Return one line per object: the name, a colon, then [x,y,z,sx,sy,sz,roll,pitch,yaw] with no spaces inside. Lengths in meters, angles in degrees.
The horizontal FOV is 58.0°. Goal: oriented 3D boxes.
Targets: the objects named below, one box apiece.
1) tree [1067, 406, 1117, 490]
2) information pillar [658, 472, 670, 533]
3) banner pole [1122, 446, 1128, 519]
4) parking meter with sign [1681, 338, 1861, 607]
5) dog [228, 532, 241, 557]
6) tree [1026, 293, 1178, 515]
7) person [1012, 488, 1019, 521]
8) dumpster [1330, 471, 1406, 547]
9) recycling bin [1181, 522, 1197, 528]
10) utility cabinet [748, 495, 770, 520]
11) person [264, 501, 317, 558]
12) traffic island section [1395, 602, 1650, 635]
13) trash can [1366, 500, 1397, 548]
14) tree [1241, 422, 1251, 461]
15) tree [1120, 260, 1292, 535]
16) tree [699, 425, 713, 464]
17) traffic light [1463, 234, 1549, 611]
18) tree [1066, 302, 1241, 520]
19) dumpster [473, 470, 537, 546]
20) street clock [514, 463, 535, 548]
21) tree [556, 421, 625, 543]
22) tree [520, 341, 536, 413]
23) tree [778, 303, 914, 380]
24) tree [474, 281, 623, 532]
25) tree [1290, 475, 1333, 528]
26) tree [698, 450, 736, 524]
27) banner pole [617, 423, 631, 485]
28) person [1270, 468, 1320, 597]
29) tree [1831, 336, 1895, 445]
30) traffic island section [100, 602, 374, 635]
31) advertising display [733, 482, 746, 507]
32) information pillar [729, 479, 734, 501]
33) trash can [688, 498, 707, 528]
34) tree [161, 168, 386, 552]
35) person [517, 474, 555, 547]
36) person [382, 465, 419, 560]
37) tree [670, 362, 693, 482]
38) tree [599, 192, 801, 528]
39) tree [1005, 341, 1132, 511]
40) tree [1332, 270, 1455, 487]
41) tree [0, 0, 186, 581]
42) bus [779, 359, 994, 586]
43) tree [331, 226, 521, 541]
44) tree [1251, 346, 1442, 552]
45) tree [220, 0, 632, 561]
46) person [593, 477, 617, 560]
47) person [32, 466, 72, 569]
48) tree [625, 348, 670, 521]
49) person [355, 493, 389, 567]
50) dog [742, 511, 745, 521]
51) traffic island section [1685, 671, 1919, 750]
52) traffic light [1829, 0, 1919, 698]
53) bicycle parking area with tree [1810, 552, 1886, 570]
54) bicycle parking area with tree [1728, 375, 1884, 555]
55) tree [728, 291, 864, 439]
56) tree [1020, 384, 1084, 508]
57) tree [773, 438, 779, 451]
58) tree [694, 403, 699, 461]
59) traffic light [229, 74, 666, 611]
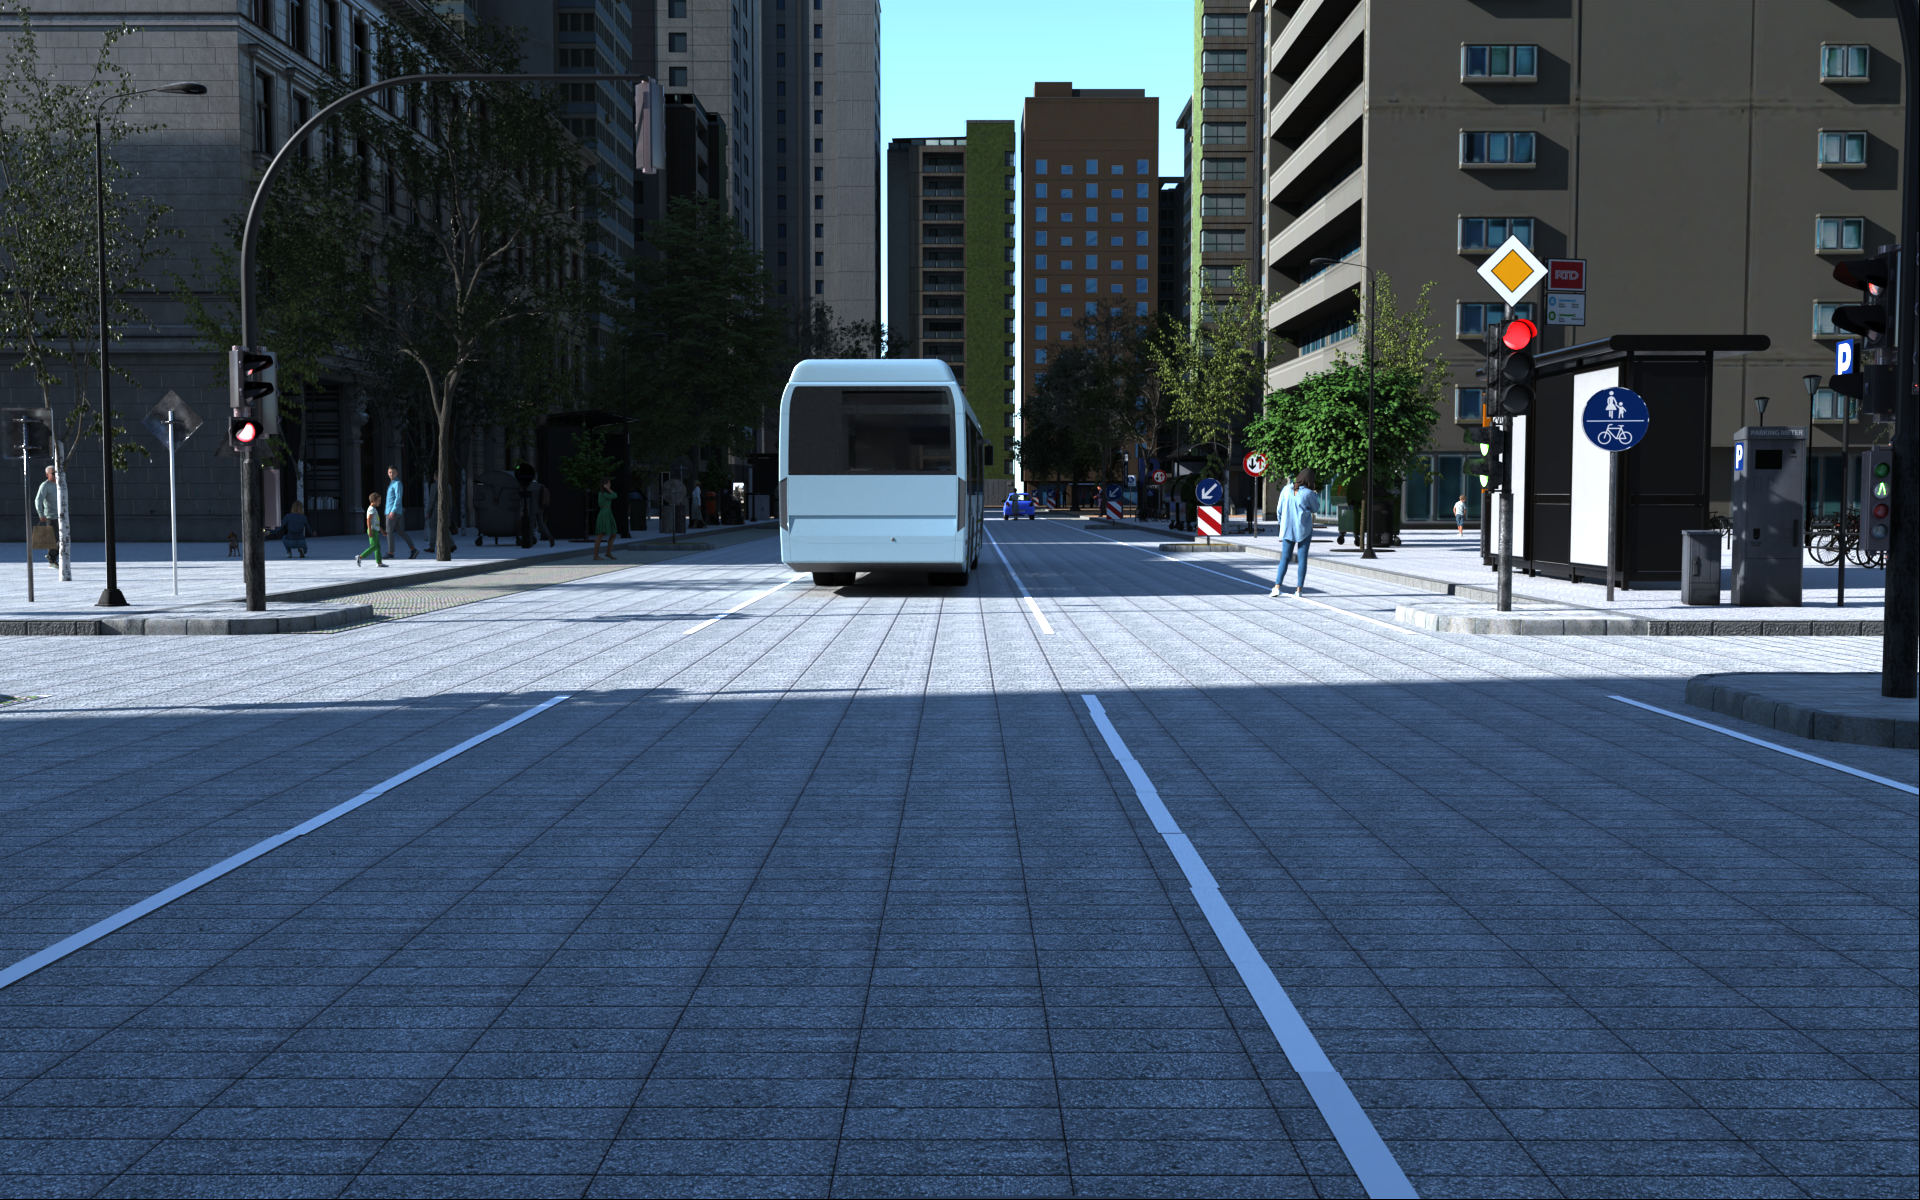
tree: [9.171,-10.027,114.310,4.737,8.622,4.395,0,3,0]
information pillar: [-9.729,-3.214,57.040,0.304,2.012,0.304,-2,4,-29]
banner pole: [8.617,-6.156,90.674,0.401,3.779,0.863,-1,4,-20]
parking meter with sign: [9.246,-1.441,19.824,1.738,3.016,0.543,1,4,9]
dog: [-14.964,-1.153,35.690,0.540,0.507,0.406,2,4,33]
tree: [8.891,-11.958,105.884,12.009,13.543,11.850,0,3,0]
person: [2.950,-5.189,93.915,0.480,1.755,0.524,-3,5,-44]
dumpster: [10.139,-2.477,43.000,1.502,2.255,1.985,0,4,0]
recycling bin: [8.932,-3.277,66.126,0.722,1.027,0.722,3,5,45]
utility cabinet: [-9.769,-4.467,84.189,1.020,1.237,0.306,0,4,-6]
person: [-13.487,-1.428,34.893,1.012,1.151,0.738,-1,4,-21]
traffic island section: [5.990,0.201,18.993,2.009,0.180,2.903,0,4,0]
trash can: [10.086,-1.828,41.540,0.748,1.137,0.748,0,3,0]
tree: [9.276,-3.839,46.477,4.285,4.588,4.351,0,3,0]
tree: [8.106,-6.341,54.033,4.737,8.622,4.395,0,3,0]
tree: [-14.712,-8.479,89.000,4.737,8.622,4.395,0,3,0]
traffic light: [5.950,-1.832,18.879,0.839,4.253,0.868,0,4,0]
tree: [9.130,-9.182,84.539,8.767,10.594,7.601,-2,4,-27]
dumpster: [-11.313,-2.286,43.135,1.264,1.857,1.865,0,4,0]
street clock: [-10.253,-2.219,40.852,0.471,2.002,0.358,-1,4,-11]
tree: [-10.029,-3.160,46.269,1.663,3.219,1.824,0,3,0]
tree: [-15.061,-6.252,52.586,4.360,8.622,3.978,0,3,0]
tree: [-11.338,-19.320,171.765,12.611,20.169,13.585,0,3,0]
tree: [-14.729,-6.650,59.091,4.737,8.622,4.395,0,3,0]
tree: [13.288,-4.322,65.269,1.663,3.219,1.824,0,3,0]
tree: [-10.834,-4.954,75.594,1.663,3.219,1.824,0,3,0]
banner pole: [-11.516,-4.232,59.215,0.401,3.779,0.863,2,4,28]
person: [4.643,-0.934,24.040,0.793,1.790,0.793,0,4,-5]
tree: [30.446,-6.417,55.274,4.360,8.622,3.978,0,3,0]
traffic island section: [-7.751,0.199,19.031,2.009,0.180,2.903,0,4,0]
advertising display: [-11.902,-5.355,92.770,0.974,1.923,0.123,2,4,32]
information pillar: [-10.948,-4.768,82.446,0.304,2.012,0.304,0,4,2]
trash can: [-9.864,-3.263,65.000,0.748,1.137,0.748,0,3,0]
tree: [-14.858,-5.371,38.178,4.737,8.622,4.395,0,3,0]
person: [-10.218,-2.184,41.713,0.822,1.834,0.622,2,4,26]
person: [-10.994,-1.711,33.888,0.748,1.841,0.638,-1,4,-12]
tree: [-15.130,-7.789,77.712,4.737,8.622,4.395,0,3,0]
tree: [-9.697,-9.022,65.640,7.486,12.596,7.792,0,3,0]
tree: [8.618,-13.042,130.242,9.611,12.733,9.660,0,3,0]
tree: [14.220,-6.480,56.310,4.737,8.622,4.395,0,3,0]
tree: [-13.211,-4.569,25.061,4.360,8.622,3.978,0,3,0]
bus: [-0.971,-2.165,30.255,2.948,3.499,13.247,0,4,2]
tree: [-14.723,-5.900,46.829,4.360,8.622,3.978,0,3,0]
tree: [8.997,-3.356,38.582,4.285,4.588,4.351,0,3,0]
tree: [-9.960,-6.001,32.534,8.767,10.594,7.601,0,4,7]
person: [-7.679,-1.754,37.420,0.529,1.795,0.600,-1,4,-17]
person: [-15.611,-1.416,29.678,0.515,1.767,0.782,0,4,7]
tree: [-15.101,-7.504,73.046,4.737,8.622,4.395,0,3,0]
person: [-10.268,-1.218,30.211,0.590,1.304,0.306,-3,4,-36]
dog: [-10.237,-3.954,81.478,0.540,0.507,0.406,3,5,41]
traffic island section: [5.971,0.690,11.008,2.009,0.180,2.903,0,4,0]
traffic light: [3.839,-2.207,10.758,4.771,5.953,1.251,0,4,0]
bicycle parking area with tree: [19.267,-2.595,29.432,8.231,4.147,9.016,-1,4,-9]
bicycle parking area with tree: [18.690,-3.461,43.596,9.016,4.147,8.231,-2,4,-35]
tree: [-10.068,-11.867,104.401,12.009,13.543,11.850,0,3,0]
tree: [9.339,-14.642,157.517,7.486,12.596,7.792,0,3,0]
tree: [-10.354,-11.862,128.349,7.601,10.594,8.767,-3,5,-42]
tree: [-14.932,-8.118,83.095,4.737,8.622,4.395,0,3,0]
traffic light: [-5.619,-2.707,18.926,4.771,5.953,1.251,0,4,0]
